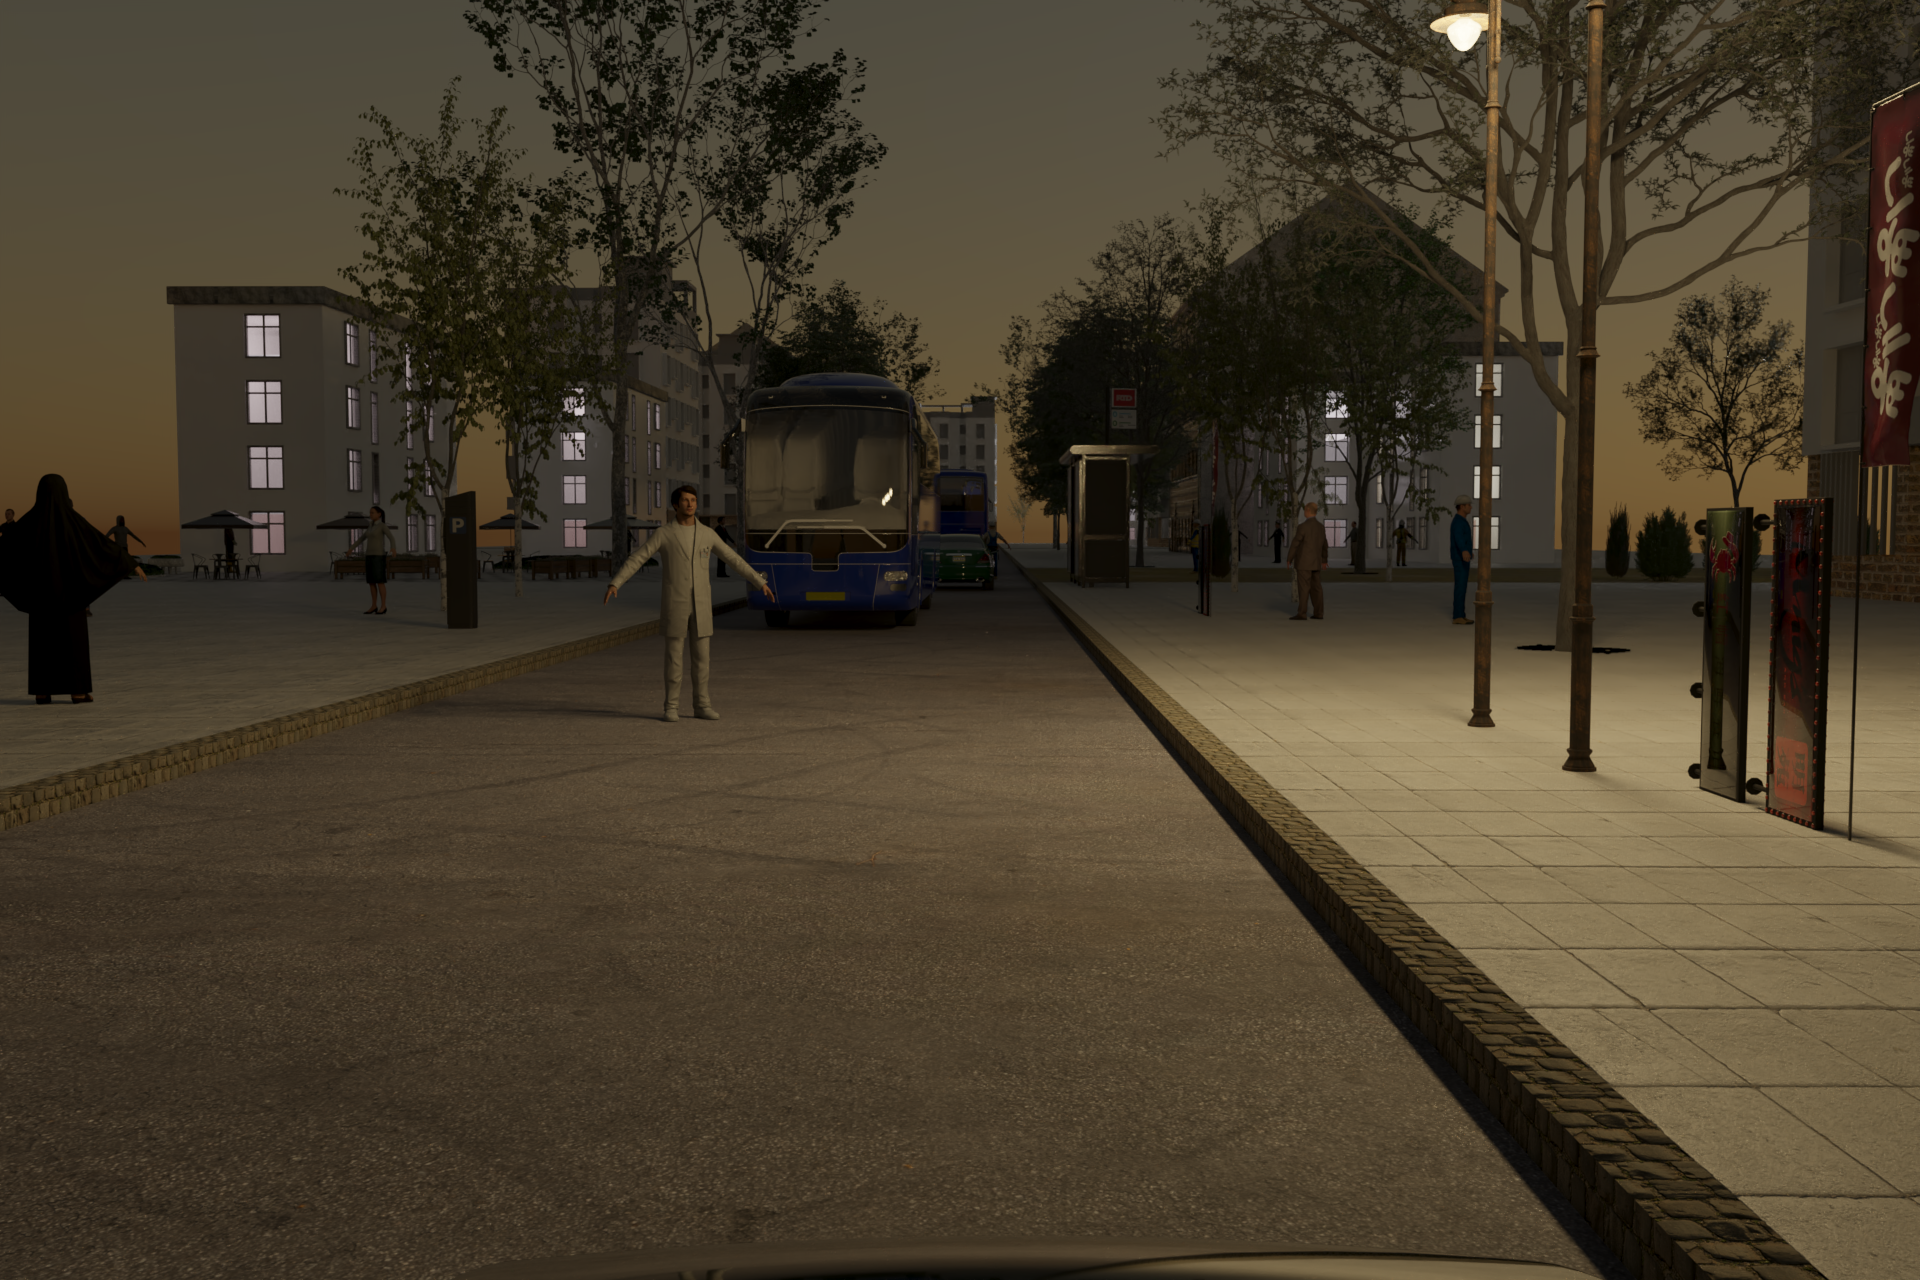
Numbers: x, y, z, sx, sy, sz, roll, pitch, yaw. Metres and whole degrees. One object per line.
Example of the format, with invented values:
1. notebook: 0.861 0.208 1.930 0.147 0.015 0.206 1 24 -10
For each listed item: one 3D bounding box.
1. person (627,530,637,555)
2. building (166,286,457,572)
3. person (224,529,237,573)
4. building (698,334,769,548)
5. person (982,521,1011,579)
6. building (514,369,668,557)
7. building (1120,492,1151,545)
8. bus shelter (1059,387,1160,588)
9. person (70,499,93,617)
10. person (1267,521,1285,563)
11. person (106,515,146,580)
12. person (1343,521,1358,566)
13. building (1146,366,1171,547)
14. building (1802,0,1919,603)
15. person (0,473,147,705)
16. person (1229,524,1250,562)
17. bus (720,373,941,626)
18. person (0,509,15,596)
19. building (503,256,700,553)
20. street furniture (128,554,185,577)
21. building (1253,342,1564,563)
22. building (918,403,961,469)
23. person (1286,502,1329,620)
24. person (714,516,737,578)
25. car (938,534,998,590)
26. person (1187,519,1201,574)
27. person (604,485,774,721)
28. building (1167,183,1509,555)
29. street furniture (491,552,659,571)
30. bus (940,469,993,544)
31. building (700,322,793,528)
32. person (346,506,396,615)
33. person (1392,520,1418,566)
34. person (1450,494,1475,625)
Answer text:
1. person: -15.422 -4.572 80.527 0.705 1.856 1.354 1 4 13
2. building: -25.934 -7.992 72.818 9.099 9.664 28.070 0 4 0
3. person: -24.051 -3.118 57.123 0.704 1.812 1.346 -2 4 -30
4. building: -24.322 -18.857 164.728 16.016 20.090 11.380 0 3 0
5. person: 1.001 -2.842 54.775 1.347 1.847 0.705 -1 4 -17
6. building: -21.767 -9.805 102.451 9.099 9.664 28.070 0 4 1
7. building: 22.493 -16.064 204.796 9.099 9.664 28.070 0 4 1
8. bus shelter: 3.737 -4.122 45.032 2.179 5.291 8.768 0 4 1
9. person: -13.809 -1.274 26.744 0.599 1.838 0.709 2 4 29
10. person: 13.925 -4.291 76.090 0.705 1.837 1.347 -1 4 -22
11. person: -23.598 -2.608 48.763 0.705 1.813 1.348 2 4 32
12. person: 15.956 -3.914 70.262 0.705 1.796 1.348 -1 4 -14
13. building: 24.699 -19.851 180.982 16.016 20.090 11.380 0 4 1
14. building: 22.785 -10.860 33.976 16.016 20.090 11.380 0 4 1
15. person: -6.823 -0.388 13.138 1.214 1.737 0.721 -1 4 -9
16. person: 12.978 -4.543 80.997 1.216 1.740 0.721 2 4 30
17. bus: -1.783 -2.362 30.167 2.896 3.916 12.251 0 4 1
18. person: -19.514 -1.796 35.590 1.348 1.803 0.705 0 4 -3
19. building: -25.025 -16.070 119.159 16.016 20.090 11.380 0 4 1
20. street furniture: -29.100 -2.290 53.073 10.072 0.657 5.734 0 4 2
21. building: 21.862 -9.026 89.715 9.099 9.664 28.070 0 4 1
22. building: -5.992 -23.401 241.476 11.380 20.090 16.016 0 4 -1
23. person: 5.184 -1.183 25.939 0.990 1.755 0.434 -3 4 -38
24. person: -7.016 -2.752 51.185 0.705 1.806 1.347 1 4 22
25. car: -0.044 -2.062 45.505 2.131 1.459 4.920 0 4 0
26. person: 7.615 -3.055 56.412 0.721 1.772 1.216 2 4 24
27. person: -2.099 -0.288 13.350 1.347 1.806 0.705 -2 4 -26
28. building: 24.348 -17.469 116.553 19.493 23.208 18.063 0 4 1
29. street furniture: -14.565 -3.063 65.705 5.734 0.657 10.072 0 4 -2
30. bus: -0.211 -4.453 64.355 2.896 3.916 12.251 0 4 1
31. building: -22.154 -21.921 189.328 19.493 23.208 18.063 0 4 0
32. person: -9.383 -1.273 27.649 1.217 1.735 0.721 2 4 35
33. person: 17.545 -3.854 68.781 1.354 1.858 0.705 3 5 44
34. person: 7.180 -1.150 24.688 0.705 1.842 1.347 1 4 19
